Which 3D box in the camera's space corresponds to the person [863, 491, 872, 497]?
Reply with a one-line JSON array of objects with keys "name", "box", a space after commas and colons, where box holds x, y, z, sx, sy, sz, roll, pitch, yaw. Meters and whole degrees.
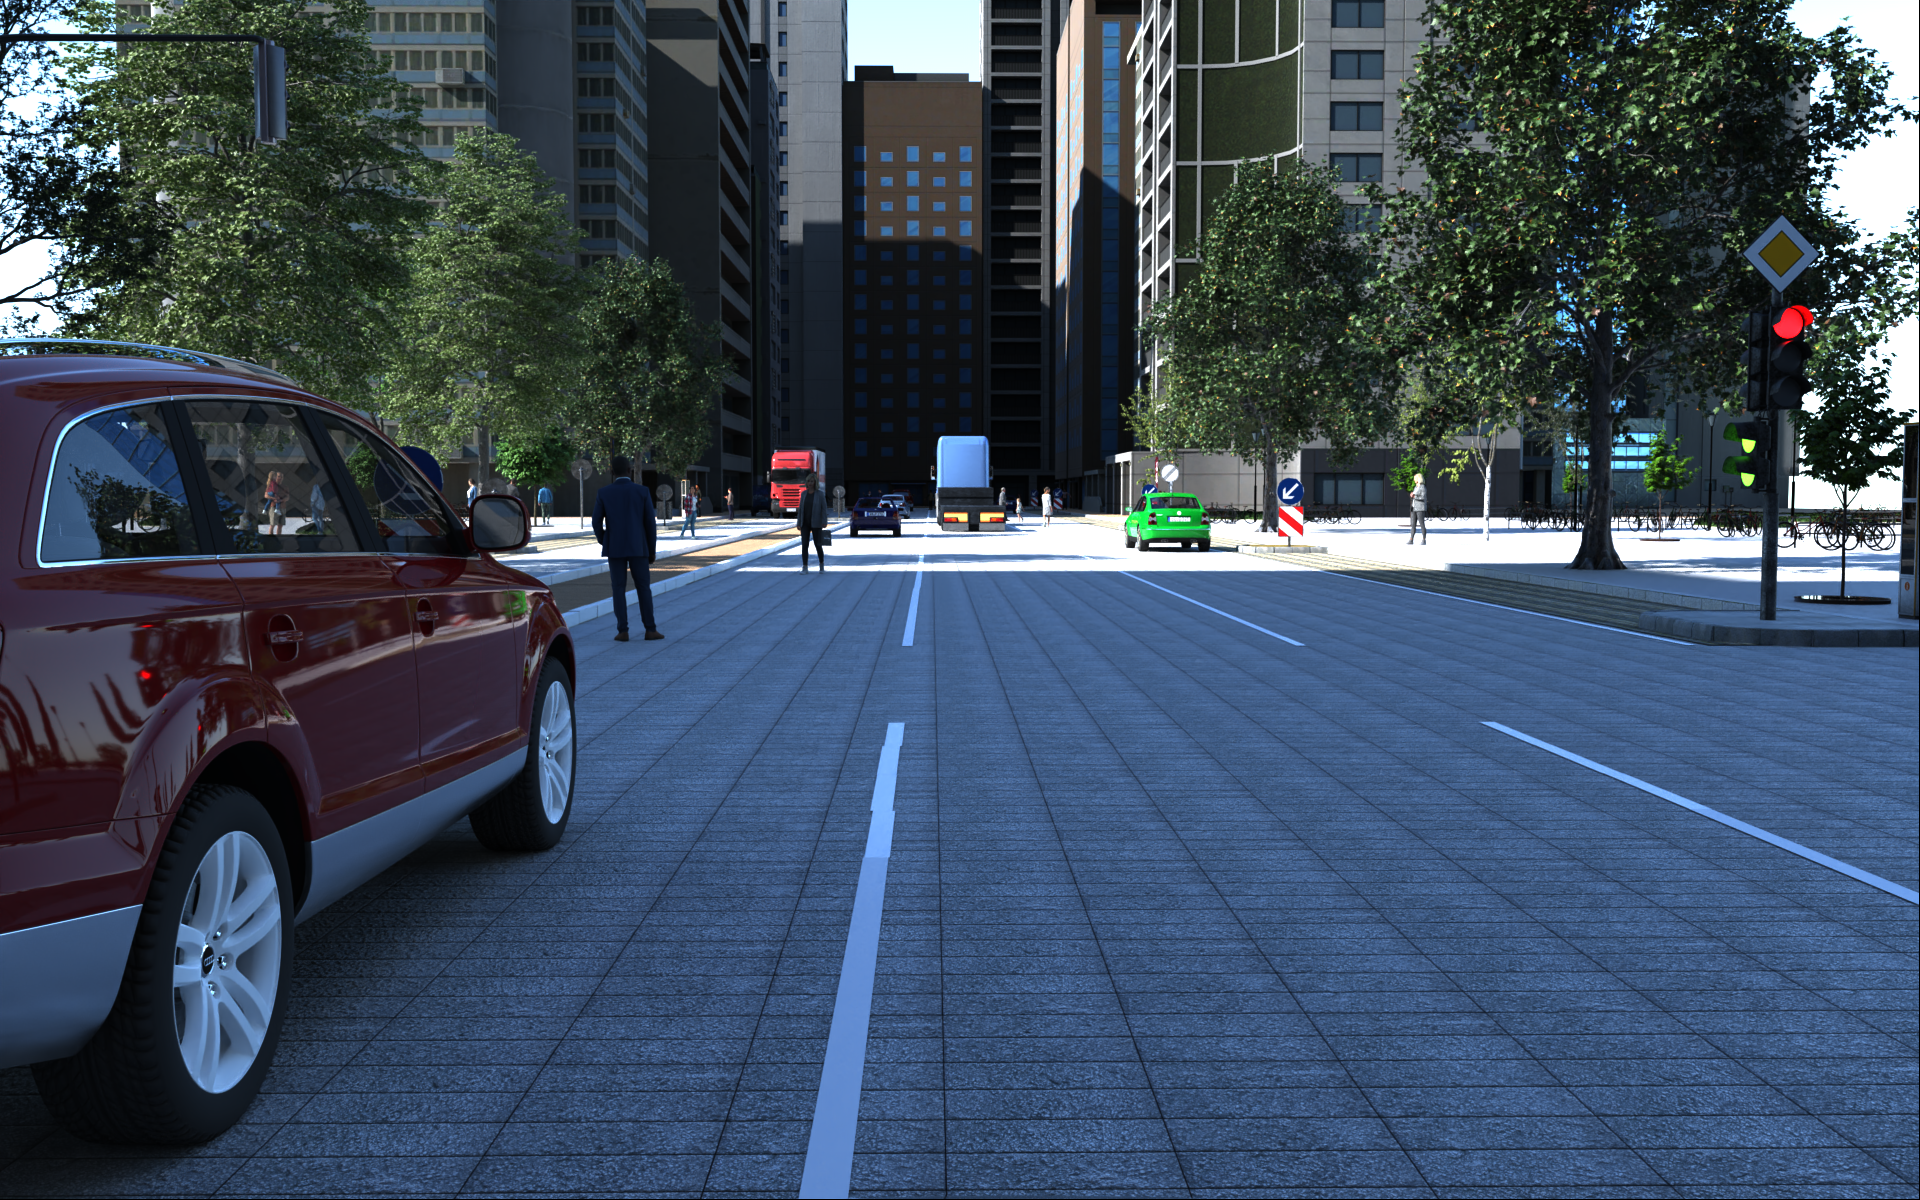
[{"name": "person", "box": [-7.332, -7.851, 137.661, 0.742, 1.727, 0.445, -2, 4, -30]}]

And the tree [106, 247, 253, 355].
[{"name": "tree", "box": [-22.767, -6.075, 49.689, 4.737, 8.622, 4.395, 0, 3, 0]}]

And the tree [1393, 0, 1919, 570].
[{"name": "tree", "box": [11.046, -6.874, 29.395, 9.611, 12.733, 9.660, 0, 3, 0]}]

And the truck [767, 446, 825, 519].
[{"name": "truck", "box": [-9.650, -7.009, 103.510, 2.839, 4.237, 11.283, 0, 4, 0]}]

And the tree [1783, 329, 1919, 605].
[{"name": "tree", "box": [10.600, -1.579, 20.418, 1.663, 3.219, 1.824, 0, 3, 0]}]

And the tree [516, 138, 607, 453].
[{"name": "tree", "box": [-14.505, -8.309, 53.976, 7.486, 12.596, 7.792, 0, 3, 0]}]

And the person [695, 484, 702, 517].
[{"name": "person", "box": [-14.494, -5.478, 95.635, 0.705, 1.821, 1.348, -2, 4, -30]}]

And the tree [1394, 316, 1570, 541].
[{"name": "tree", "box": [14.545, -5.930, 47.319, 4.737, 8.622, 4.395, 0, 3, 0]}]

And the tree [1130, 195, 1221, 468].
[{"name": "tree", "box": [10.474, -8.596, 57.553, 9.611, 12.733, 9.660, 0, 3, 0]}]

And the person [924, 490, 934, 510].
[{"name": "person", "box": [-2.643, -8.957, 155.042, 0.705, 1.812, 1.348, 3, 5, 44]}]

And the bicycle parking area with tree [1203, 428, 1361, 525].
[{"name": "bicycle parking area with tree", "box": [13.410, -5.475, 76.511, 9.016, 4.147, 8.231, 1, 4, 19]}]

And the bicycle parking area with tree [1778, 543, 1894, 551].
[{"name": "bicycle parking area with tree", "box": [23.610, -3.131, 38.186, 9.016, 4.147, 8.231, 0, 4, 4]}]

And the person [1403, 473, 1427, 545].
[{"name": "person", "box": [11.533, -2.292, 43.701, 0.526, 1.800, 0.537, 0, 4, -7]}]

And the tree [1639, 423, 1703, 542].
[{"name": "tree", "box": [18.978, -3.206, 47.023, 1.663, 3.219, 1.824, 0, 3, 0]}]

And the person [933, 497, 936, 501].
[{"name": "person", "box": [-1.516, -7.991, 139.245, 1.348, 1.812, 0.705, -2, 4, -29]}]

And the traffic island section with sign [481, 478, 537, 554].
[{"name": "traffic island section with sign", "box": [-11.351, -2.039, 41.961, 1.989, 1.847, 2.006, 0, 4, -1]}]

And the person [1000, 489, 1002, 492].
[{"name": "person", "box": [2.722, -5.995, 107.038, 0.721, 1.766, 1.217, 0, 4, -7]}]

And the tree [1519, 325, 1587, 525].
[{"name": "tree", "box": [25.035, -7.368, 70.829, 4.360, 8.622, 3.978, 0, 3, 0]}]

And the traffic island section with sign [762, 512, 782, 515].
[{"name": "traffic island section with sign", "box": [-12.613, -6.787, 119.598, 1.989, 1.847, 2.006, 0, 4, -1]}]

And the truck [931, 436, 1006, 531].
[{"name": "truck", "box": [0.296, -5.191, 74.626, 2.967, 4.110, 18.799, 0, 4, -1]}]

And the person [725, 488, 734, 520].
[{"name": "person", "box": [-12.654, -5.224, 94.436, 0.750, 1.759, 0.617, 2, 4, 25]}]

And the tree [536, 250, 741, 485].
[{"name": "tree", "box": [-15.175, -10.056, 81.428, 9.611, 12.733, 9.660, 0, 3, 0]}]

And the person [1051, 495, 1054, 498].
[{"name": "person", "box": [9.647, -10.026, 169.976, 1.348, 1.822, 0.705, 0, 4, -8]}]

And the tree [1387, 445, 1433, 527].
[{"name": "tree", "box": [17.693, -4.514, 68.413, 1.663, 3.219, 1.824, 0, 3, 0]}]

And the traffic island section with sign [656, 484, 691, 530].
[{"name": "traffic island section with sign", "box": [-11.787, -3.694, 69.030, 1.989, 1.847, 2.006, 0, 4, -1]}]

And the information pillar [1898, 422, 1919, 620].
[{"name": "information pillar", "box": [9.874, -0.811, 17.755, 0.304, 2.012, 0.304, 0, 4, -2]}]

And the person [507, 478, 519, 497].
[{"name": "person", "box": [-15.802, -3.362, 60.818, 0.655, 1.846, 0.447, 0, 4, -3]}]

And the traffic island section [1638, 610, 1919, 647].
[{"name": "traffic island section", "box": [8.264, 0.282, 17.669, 2.009, 0.180, 2.903, 0, 4, -1]}]

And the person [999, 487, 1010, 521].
[{"name": "person", "box": [2.308, -5.001, 90.670, 0.834, 1.777, 0.661, -1, 4, -18]}]

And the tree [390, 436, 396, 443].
[{"name": "tree", "box": [-29.469, -6.369, 87.851, 4.285, 4.588, 4.351, 0, 3, 0]}]

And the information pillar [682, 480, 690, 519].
[{"name": "information pillar", "box": [-14.283, -5.244, 90.224, 0.304, 2.012, 0.304, 3, 4, 38]}]

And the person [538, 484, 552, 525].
[{"name": "person", "box": [-17.411, -4.058, 72.737, 0.601, 1.785, 0.444, -1, 4, -18]}]

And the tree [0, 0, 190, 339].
[{"name": "tree", "box": [-14.514, -5.475, 23.931, 8.767, 10.594, 7.601, 2, 4, 29]}]

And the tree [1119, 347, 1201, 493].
[{"name": "tree", "box": [10.053, -8.139, 83.438, 4.737, 8.622, 4.395, 0, 3, 0]}]

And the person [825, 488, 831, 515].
[{"name": "person", "box": [-9.126, -6.681, 117.763, 0.705, 1.821, 1.348, -2, 4, -32]}]

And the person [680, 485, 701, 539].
[{"name": "person", "box": [-8.573, -2.800, 55.118, 0.643, 1.720, 0.563, 3, 4, 36]}]

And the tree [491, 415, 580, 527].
[{"name": "tree", "box": [-16.652, -5.151, 67.939, 4.285, 4.588, 4.351, 0, 3, 0]}]

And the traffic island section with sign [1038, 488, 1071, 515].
[{"name": "traffic island section with sign", "box": [6.605, -6.792, 119.675, 1.989, 1.847, 2.006, 0, 4, -1]}]

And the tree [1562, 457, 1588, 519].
[{"name": "tree", "box": [31.607, -5.816, 89.688, 1.663, 3.219, 1.824, 0, 3, 0]}]

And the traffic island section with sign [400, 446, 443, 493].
[{"name": "traffic island section with sign", "box": [-5.246, -0.549, 17.110, 2.006, 1.907, 1.989, 0, 4, -1]}]

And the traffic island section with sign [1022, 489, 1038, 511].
[{"name": "traffic island section with sign", "box": [6.159, -8.465, 147.036, 1.989, 1.847, 2.006, 0, 4, -1]}]

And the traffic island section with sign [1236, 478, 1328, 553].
[{"name": "traffic island section with sign", "box": [7.860, -2.078, 42.604, 1.989, 1.847, 2.006, 0, 4, -1]}]

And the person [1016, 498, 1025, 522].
[{"name": "person", "box": [3.055, -4.594, 88.633, 0.382, 1.210, 0.505, 2, 4, 28]}]

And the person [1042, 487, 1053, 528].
[{"name": "person", "box": [3.670, -3.888, 72.824, 0.466, 1.731, 0.760, 0, 4, 5]}]

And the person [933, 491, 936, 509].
[{"name": "person", "box": [-2.438, -9.555, 165.509, 0.721, 1.735, 1.217, 1, 4, 10]}]

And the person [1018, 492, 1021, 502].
[{"name": "person", "box": [5.447, -9.164, 159.801, 0.415, 1.643, 0.593, -1, 4, -23]}]

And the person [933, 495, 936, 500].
[{"name": "person", "box": [-1.683, -7.788, 136.621, 0.721, 1.735, 1.217, -3, 5, -44]}]

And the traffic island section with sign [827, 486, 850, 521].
[{"name": "traffic island section with sign", "box": [-6.481, -5.144, 92.238, 2.006, 1.907, 1.989, 0, 4, -1]}]

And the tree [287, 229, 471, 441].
[{"name": "tree", "box": [-23.067, -8.755, 68.900, 9.928, 11.665, 9.643, 0, 3, 0]}]

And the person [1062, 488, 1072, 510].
[{"name": "person", "box": [8.496, -8.185, 140.578, 1.217, 1.736, 0.721, 1, 4, 14]}]

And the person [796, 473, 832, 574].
[{"name": "person", "box": [-2.574, -1.368, 31.054, 0.709, 1.800, 0.728, 1, 4, 21]}]

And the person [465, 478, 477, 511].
[{"name": "person", "box": [-16.837, -3.299, 60.005, 0.654, 1.822, 0.581, -1, 4, -21]}]

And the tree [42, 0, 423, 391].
[{"name": "tree", "box": [-13.742, -7.048, 33.364, 7.486, 12.596, 7.792, 0, 3, 0]}]

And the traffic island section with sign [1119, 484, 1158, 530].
[{"name": "traffic island section with sign", "box": [7.420, -3.726, 69.555, 1.989, 1.847, 2.006, 0, 4, -1]}]

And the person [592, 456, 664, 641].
[{"name": "person", "box": [-3.230, -0.503, 16.905, 0.721, 1.800, 0.419, -1, 4, -18]}]

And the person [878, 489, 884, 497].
[{"name": "person", "box": [-5.244, -6.432, 114.114, 0.683, 1.767, 0.568, 3, 5, 39]}]
